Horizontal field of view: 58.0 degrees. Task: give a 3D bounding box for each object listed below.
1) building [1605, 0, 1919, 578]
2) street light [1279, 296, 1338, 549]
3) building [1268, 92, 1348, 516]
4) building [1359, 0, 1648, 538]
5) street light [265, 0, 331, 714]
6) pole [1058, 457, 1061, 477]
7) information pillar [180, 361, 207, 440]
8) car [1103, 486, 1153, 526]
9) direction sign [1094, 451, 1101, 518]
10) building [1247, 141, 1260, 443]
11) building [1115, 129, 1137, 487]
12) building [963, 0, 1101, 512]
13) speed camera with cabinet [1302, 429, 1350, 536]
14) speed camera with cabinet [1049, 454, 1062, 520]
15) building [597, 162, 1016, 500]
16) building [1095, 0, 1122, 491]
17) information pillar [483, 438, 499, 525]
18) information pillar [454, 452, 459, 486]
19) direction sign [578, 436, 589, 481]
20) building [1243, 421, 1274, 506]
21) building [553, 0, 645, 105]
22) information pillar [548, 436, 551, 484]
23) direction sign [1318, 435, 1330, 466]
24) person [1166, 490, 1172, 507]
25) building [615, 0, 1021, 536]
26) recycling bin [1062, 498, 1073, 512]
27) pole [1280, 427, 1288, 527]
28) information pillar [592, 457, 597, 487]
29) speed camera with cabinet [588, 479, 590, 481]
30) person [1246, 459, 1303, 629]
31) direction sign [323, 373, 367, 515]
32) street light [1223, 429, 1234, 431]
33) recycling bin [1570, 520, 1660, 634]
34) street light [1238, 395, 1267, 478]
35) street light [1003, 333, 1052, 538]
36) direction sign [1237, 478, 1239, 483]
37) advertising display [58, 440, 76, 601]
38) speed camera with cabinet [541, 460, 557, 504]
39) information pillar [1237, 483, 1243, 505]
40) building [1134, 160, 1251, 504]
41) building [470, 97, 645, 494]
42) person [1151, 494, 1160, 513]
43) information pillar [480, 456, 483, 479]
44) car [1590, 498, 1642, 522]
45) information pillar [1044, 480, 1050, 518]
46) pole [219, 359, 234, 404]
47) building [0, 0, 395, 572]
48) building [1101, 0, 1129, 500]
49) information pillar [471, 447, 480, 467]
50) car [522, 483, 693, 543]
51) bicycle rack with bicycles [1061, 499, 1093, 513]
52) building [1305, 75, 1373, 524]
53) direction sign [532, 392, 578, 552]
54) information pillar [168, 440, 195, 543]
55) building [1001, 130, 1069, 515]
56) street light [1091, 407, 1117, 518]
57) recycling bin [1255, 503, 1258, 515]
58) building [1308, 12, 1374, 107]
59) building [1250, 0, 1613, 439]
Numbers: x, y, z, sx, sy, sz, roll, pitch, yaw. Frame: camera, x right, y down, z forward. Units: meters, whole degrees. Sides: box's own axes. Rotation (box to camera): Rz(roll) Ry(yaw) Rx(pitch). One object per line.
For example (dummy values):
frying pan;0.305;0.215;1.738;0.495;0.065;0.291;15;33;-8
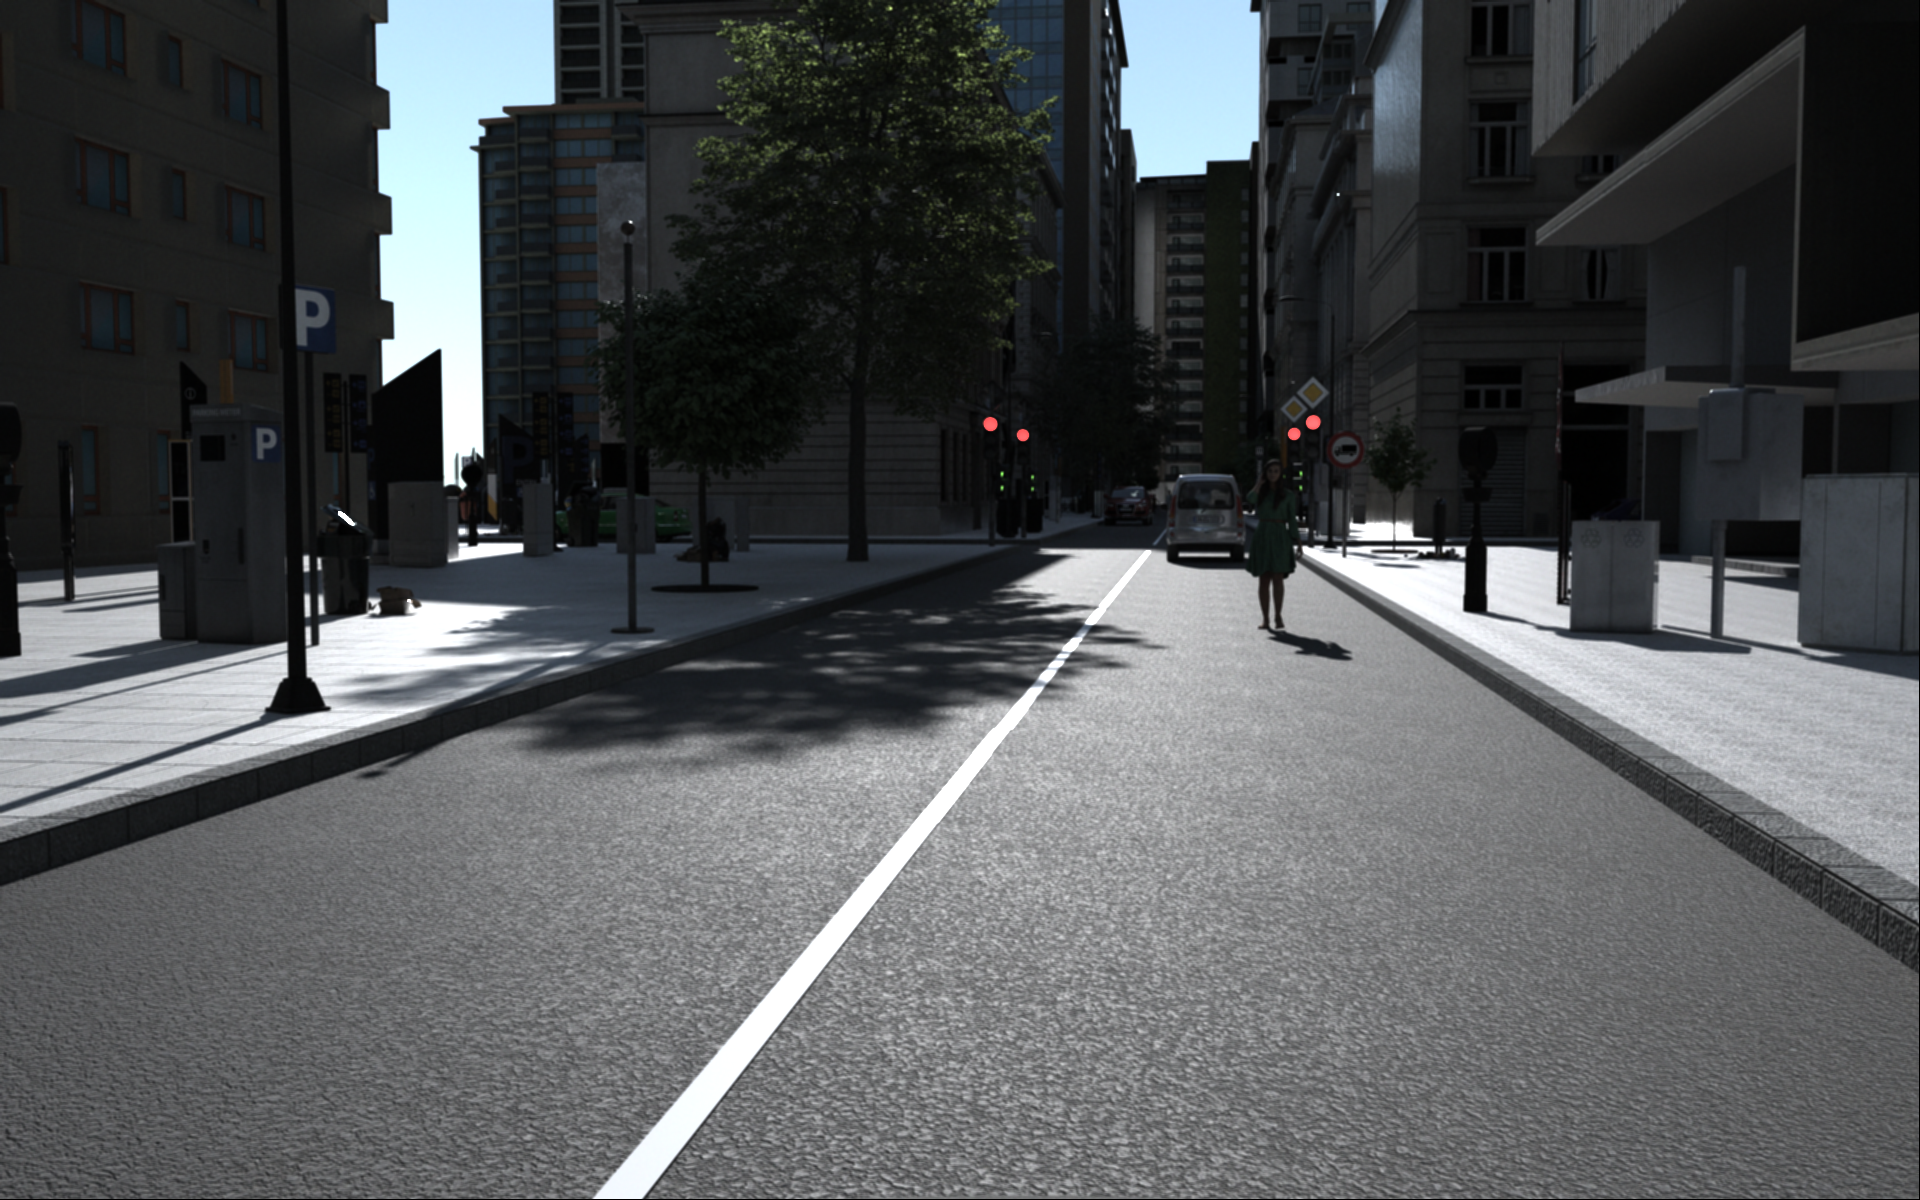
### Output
building;24.035;-26.482;22.212;28.713;52.752;27.495;0;4;8
street light;8.206;-4.175;40.806;1.470;5.913;1.316;0;4;8
building;26.210;-19.110;109.708;12.463;27.353;25.104;0;4;8
building;28.544;-13.624;56.034;30.059;22.955;16.112;0;4;8
street light;-3.387;-2.291;10.003;1.470;5.913;1.316;0;4;8
pole;5.496;-6.236;95.795;0.158;3.312;0.155;0;3;0
information pillar;-13.610;-2.413;30.808;0.183;3.616;0.504;2;4;31
car;7.818;-4.363;80.012;2.281;1.827;5.304;1;4;9
direction sign;7.249;-6.077;91.353;0.379;3.537;0.876;-1;4;-20
building;42.840;-34.482;213.896;14.200;45.320;14.600;0;4;8
building;11.536;-36.530;220.966;21.600;48.544;21.300;0;4;8
building;3.418;-29.507;132.557;14.600;45.320;14.200;0;4;8
speed camera with cabinet;11.246;-3.597;53.151;0.660;3.252;2.038;3;5;41
speed camera with cabinet;4.675;-5.544;84.979;0.660;3.252;2.038;0;4;5
building;-5.954;-13.045;80.730;16.820;18.784;16.811;0;4;8
building;2.336;-32.759;155.221;23.786;49.044;30.456;0;4;8
information pillar;-19.437;-4.934;72.027;0.504;3.616;0.183;2;4;32
information pillar;-28.401;-6.507;97.749;0.183;3.616;0.504;-2;4;-33
direction sign;-14.965;-4.640;67.854;0.876;3.537;0.379;-1;4;-19
building;40.612;-45.603;183.858;20.563;71.187;20.611;0;4;8
building;-40.208;-48.276;227.571;20.611;71.187;20.563;0;4;8
information pillar;-16.435;-4.768;69.307;0.183;3.616;0.504;-1;4;-14
direction sign;13.879;-4.530;66.068;0.379;3.537;0.876;3;5;42
person;14.049;-6.533;116.311;0.522;1.701;0.512;-3;5;-45
building;-4.047;-12.089;62.281;10.561;19.102;19.286;0;4;8
recycling bin;7.747;-6.874;124.945;0.722;1.027;0.722;1;4;13
pole;9.781;-3.579;52.367;0.158;3.312;0.155;0;3;0
information pillar;-23.304;-7.281;110.406;0.183;3.616;0.504;-3;5;-40
speed camera with cabinet;-23.012;-6.643;102.941;2.038;3.252;0.660;2;4;25
person;3.311;-0.584;18.297;0.600;1.795;0.529;0;4;5
direction sign;-11.564;-2.488;32.677;0.379;3.537;0.876;3;5;39
street light;19.456;-9.250;123.785;1.470;5.913;1.316;0;4;8
recycling bin;6.152;-0.227;16.265;0.722;1.027;0.722;2;4;26
street light;13.823;-6.662;81.457;1.470;5.913;1.316;0;4;8
street light;1.969;-4.749;50.192;1.470;5.913;1.316;0;4;8
direction sign;19.064;-7.753;118.757;0.379;3.537;0.876;1;4;12
advertising display;-10.880;-0.973;21.120;0.123;1.923;0.974;-2;4;-25
speed camera with cabinet;-23.659;-6.527;101.044;2.038;3.252;0.660;-3;4;-36
information pillar;18.865;-6.862;116.691;0.304;2.012;0.304;3;5;41
building;28.769;-32.533;215.501;14.086;41.232;14.154;0;4;8
building;-37.977;-33.007;194.291;28.867;44.769;22.147;0;4;8
person;14.614;-7.235;130.045;0.557;1.426;1.065;-2;4;-34
information pillar;-26.727;-6.428;96.458;0.504;3.616;0.183;1;4;18
car;18.117;-1.926;44.070;3.894;1.354;1.945;1;4;9
information pillar;4.645;-5.319;91.459;0.304;2.012;0.304;2;4;30
pole;-11.128;-1.989;26.356;0.158;3.312;0.155;0;3;0
building;-29.827;-11.295;29.719;28.899;21.520;27.650;0;4;8
building;3.598;-36.491;185.868;27.495;52.752;28.713;0;4;8
information pillar;-24.343;-5.826;86.615;0.183;3.616;0.504;-2;4;-30
car;-9.886;-2.427;48.480;4.718;1.807;1.959;0;4;7
bicycle rack with bicycles;7.706;-6.424;118.415;2.925;0.926;2.852;-1;4;-11
building;24.399;-14.883;85.139;13.314;21.916;24.055;0;4;8
direction sign;-9.035;-2.846;38.527;0.876;3.537;0.379;-1;4;-15
information pillar;-10.529;-1.167;23.576;0.304;2.012;0.304;0;4;4
building;0.250;-16.820;103.891;11.050;23.489;19.941;0;4;8
street light;7.678;-7.332;92.411;1.470;5.913;1.316;0;4;8
recycling bin;18.411;-5.672;105.298;0.722;1.027;0.722;3;5;43
building;40.152;-27.084;134.706;32.217;40.220;23.993;0;4;8
building;41.548;-34.913;160.066;28.713;52.752;27.495;0;4;8
